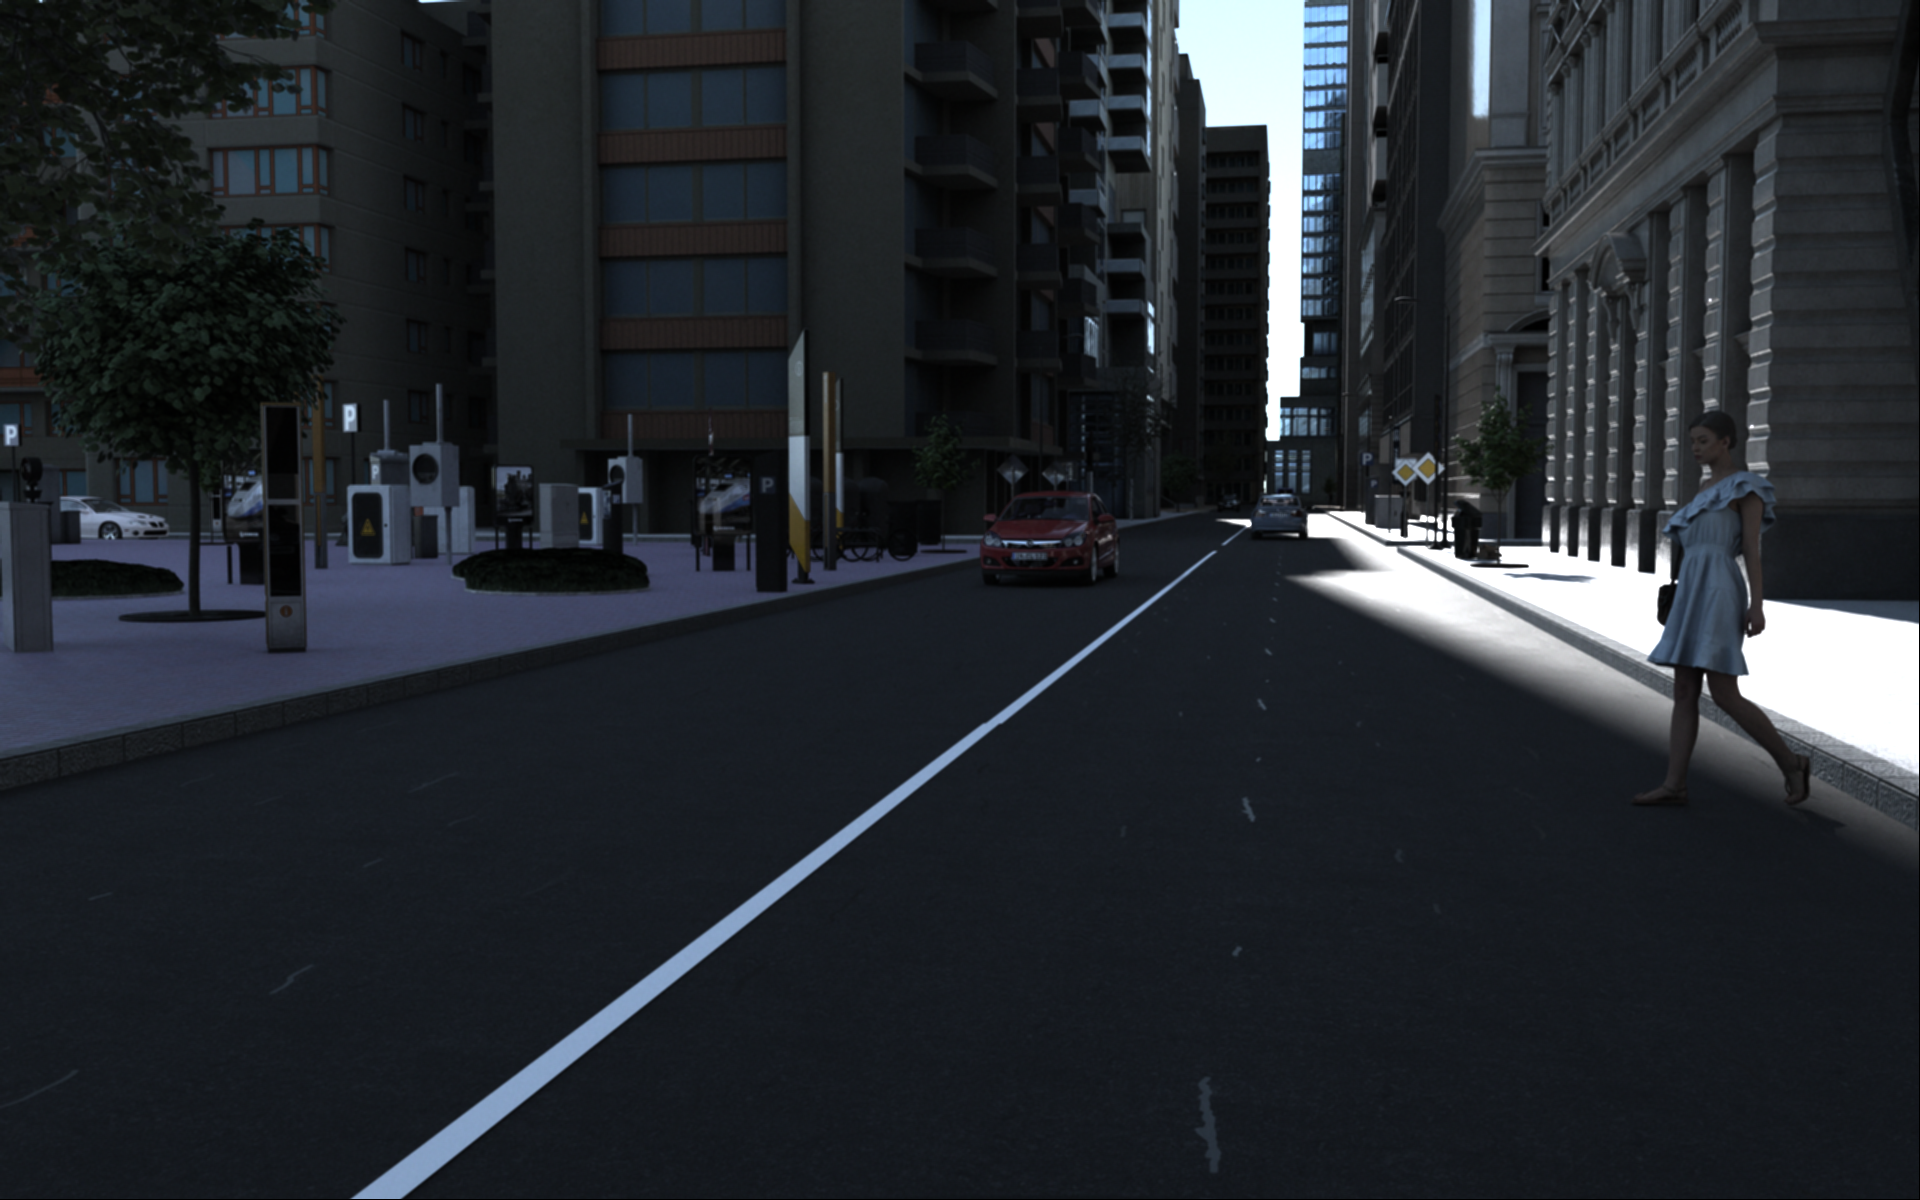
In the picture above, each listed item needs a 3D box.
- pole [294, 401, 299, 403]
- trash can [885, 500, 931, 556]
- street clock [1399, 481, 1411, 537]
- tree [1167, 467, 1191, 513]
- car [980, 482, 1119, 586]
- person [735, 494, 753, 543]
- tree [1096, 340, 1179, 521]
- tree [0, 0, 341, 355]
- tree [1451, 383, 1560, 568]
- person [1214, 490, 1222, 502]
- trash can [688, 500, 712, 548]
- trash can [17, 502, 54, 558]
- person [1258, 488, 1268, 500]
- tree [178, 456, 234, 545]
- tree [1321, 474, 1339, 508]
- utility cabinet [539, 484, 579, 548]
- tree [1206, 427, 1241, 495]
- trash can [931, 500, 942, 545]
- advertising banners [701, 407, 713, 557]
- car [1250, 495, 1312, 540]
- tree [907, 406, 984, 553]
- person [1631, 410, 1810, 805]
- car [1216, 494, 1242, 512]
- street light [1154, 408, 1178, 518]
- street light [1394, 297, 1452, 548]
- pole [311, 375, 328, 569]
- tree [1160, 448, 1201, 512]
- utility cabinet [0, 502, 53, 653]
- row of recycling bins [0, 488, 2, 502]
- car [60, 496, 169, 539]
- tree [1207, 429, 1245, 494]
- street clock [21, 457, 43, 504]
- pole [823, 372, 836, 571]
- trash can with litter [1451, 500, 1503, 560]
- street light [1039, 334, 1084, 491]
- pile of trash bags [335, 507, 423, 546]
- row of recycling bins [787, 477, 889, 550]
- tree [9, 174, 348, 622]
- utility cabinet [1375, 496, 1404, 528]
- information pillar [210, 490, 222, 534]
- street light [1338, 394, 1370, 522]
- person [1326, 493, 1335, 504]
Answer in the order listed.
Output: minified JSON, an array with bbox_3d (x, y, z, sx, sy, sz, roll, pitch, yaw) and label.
[{"bbox_3d":[-12.651,-2.397,33.027,0.158,3.312,0.155,0,3,0],"label":"pole"},{"bbox_3d":[-1.189,-1.492,36.046,0.748,1.137,0.748,0,3,0],"label":"trash can"},{"bbox_3d":[13.207,-2.867,51.443,0.358,2.002,0.471,0,4,-8],"label":"street clock"},{"bbox_3d":[15.350,-7.692,120.362,1.663,3.219,1.824,0,3,0],"label":"tree"},{"bbox_3d":[1.537,-1.197,28.609,2.155,1.783,4.494,1,4,12],"label":"car"},{"bbox_3d":[-6.031,-2.400,48.010,0.573,1.790,0.520,0,4,-4],"label":"person"},{"bbox_3d":[8.391,-8.152,83.650,4.360,8.622,3.978,0,3,0],"label":"tree"},{"bbox_3d":[-7.170,-5.550,8.862,7.486,12.596,7.792,0,3,0],"label":"tree"},{"bbox_3d":[9.367,-2.192,30.436,1.663,3.219,1.824,0,3,0],"label":"tree"},{"bbox_3d":[30.714,-12.054,205.218,1.348,1.869,0.705,2,4,33],"label":"person"},{"bbox_3d":[-6.158,-1.830,41.578,0.748,1.137,0.748,0,3,0],"label":"trash can"},{"bbox_3d":[-17.218,-1.254,32.156,0.748,1.137,0.748,0,3,0],"label":"trash can"},{"bbox_3d":[17.422,-5.567,99.715,0.606,1.804,0.583,0,4,-7],"label":"person"},{"bbox_3d":[-18.879,-3.016,43.906,1.663,3.219,1.824,0,3,0],"label":"tree"},{"bbox_3d":[34.681,-10.304,163.079,1.663,3.219,1.824,0,3,0],"label":"tree"},{"bbox_3d":[-8.574,-1.740,37.130,0.318,1.500,1.173,1,4,16],"label":"utility cabinet"},{"bbox_3d":[28.948,-14.723,191.075,4.737,8.622,4.395,0,3,0],"label":"tree"},{"bbox_3d":[-0.774,-1.956,43.642,0.748,1.137,0.748,0,3,0],"label":"trash can"},{"bbox_3d":[-5.248,-2.429,35.903,0.090,3.025,2.074,-1,4,-14],"label":"advertising banners"},{"bbox_3d":[10.343,-2.688,55.949,2.014,1.417,4.499,1,4,12],"label":"car"},{"bbox_3d":[-0.245,-2.651,37.951,1.663,3.219,1.824,0,3,0],"label":"tree"},{"bbox_3d":[3.486,0.038,7.967,0.778,1.811,0.616,0,4,2],"label":"person"},{"bbox_3d":[21.539,-7.884,138.688,2.009,1.686,4.222,1,4,10],"label":"car"},{"bbox_3d":[11.046,-7.399,93.518,1.470,5.913,1.316,1,4,11],"label":"street light"},{"bbox_3d":[10.955,-4.186,40.978,1.470,5.913,1.316,1,4,11],"label":"street light"},{"bbox_3d":[-10.988,-2.193,29.702,0.158,3.312,0.155,0,3,0],"label":"pole"},{"bbox_3d":[15.438,-8.543,123.385,4.285,4.588,4.351,0,3,0],"label":"tree"},{"bbox_3d":[-7.797,-0.202,14.468,0.306,1.237,1.020,-2,4,-33],"label":"utility cabinet"},{"bbox_3d":[-26.356,-2.267,44.181,3.534,1.692,1.069,-1,4,-12],"label":"row of recycling bins"},{"bbox_3d":[-25.853,-2.380,51.274,4.827,1.381,2.083,1,4,11],"label":"car"},{"bbox_3d":[30.289,-15.117,197.516,4.360,8.622,3.978,0,3,0],"label":"tree"},{"bbox_3d":[-18.203,-1.800,34.006,0.471,2.002,0.358,3,5,40],"label":"street clock"},{"bbox_3d":[-2.187,-2.153,29.037,0.158,3.312,0.155,0,3,0],"label":"pole"},{"bbox_3d":[10.200,-1.389,34.094,0.624,1.170,1.055,-3,4,-37],"label":"trash can with litter"},{"bbox_3d":[2.896,-4.769,50.514,1.470,5.913,1.316,1,4,11],"label":"street light"},{"bbox_3d":[-13.815,-2.001,42.476,3.447,1.369,1.912,3,5,44],"label":"pile of trash bags"},{"bbox_3d":[-3.179,-2.077,41.078,3.534,1.692,1.069,-3,4,-38],"label":"row of recycling bins"},{"bbox_3d":[-7.977,-2.085,17.801,4.285,4.588,4.351,0,3,0],"label":"tree"},{"bbox_3d":[16.069,-3.282,64.822,1.020,1.237,0.306,-1,4,-9],"label":"utility cabinet"},{"bbox_3d":[-24.168,-3.164,56.226,0.304,2.012,0.304,-2,4,-34],"label":"information pillar"},{"bbox_3d":[18.327,-6.577,80.068,1.470,5.913,1.316,1,4,11],"label":"street light"},{"bbox_3d":[43.154,-11.752,201.476,1.217,1.723,0.721,1,4,20],"label":"person"}]
